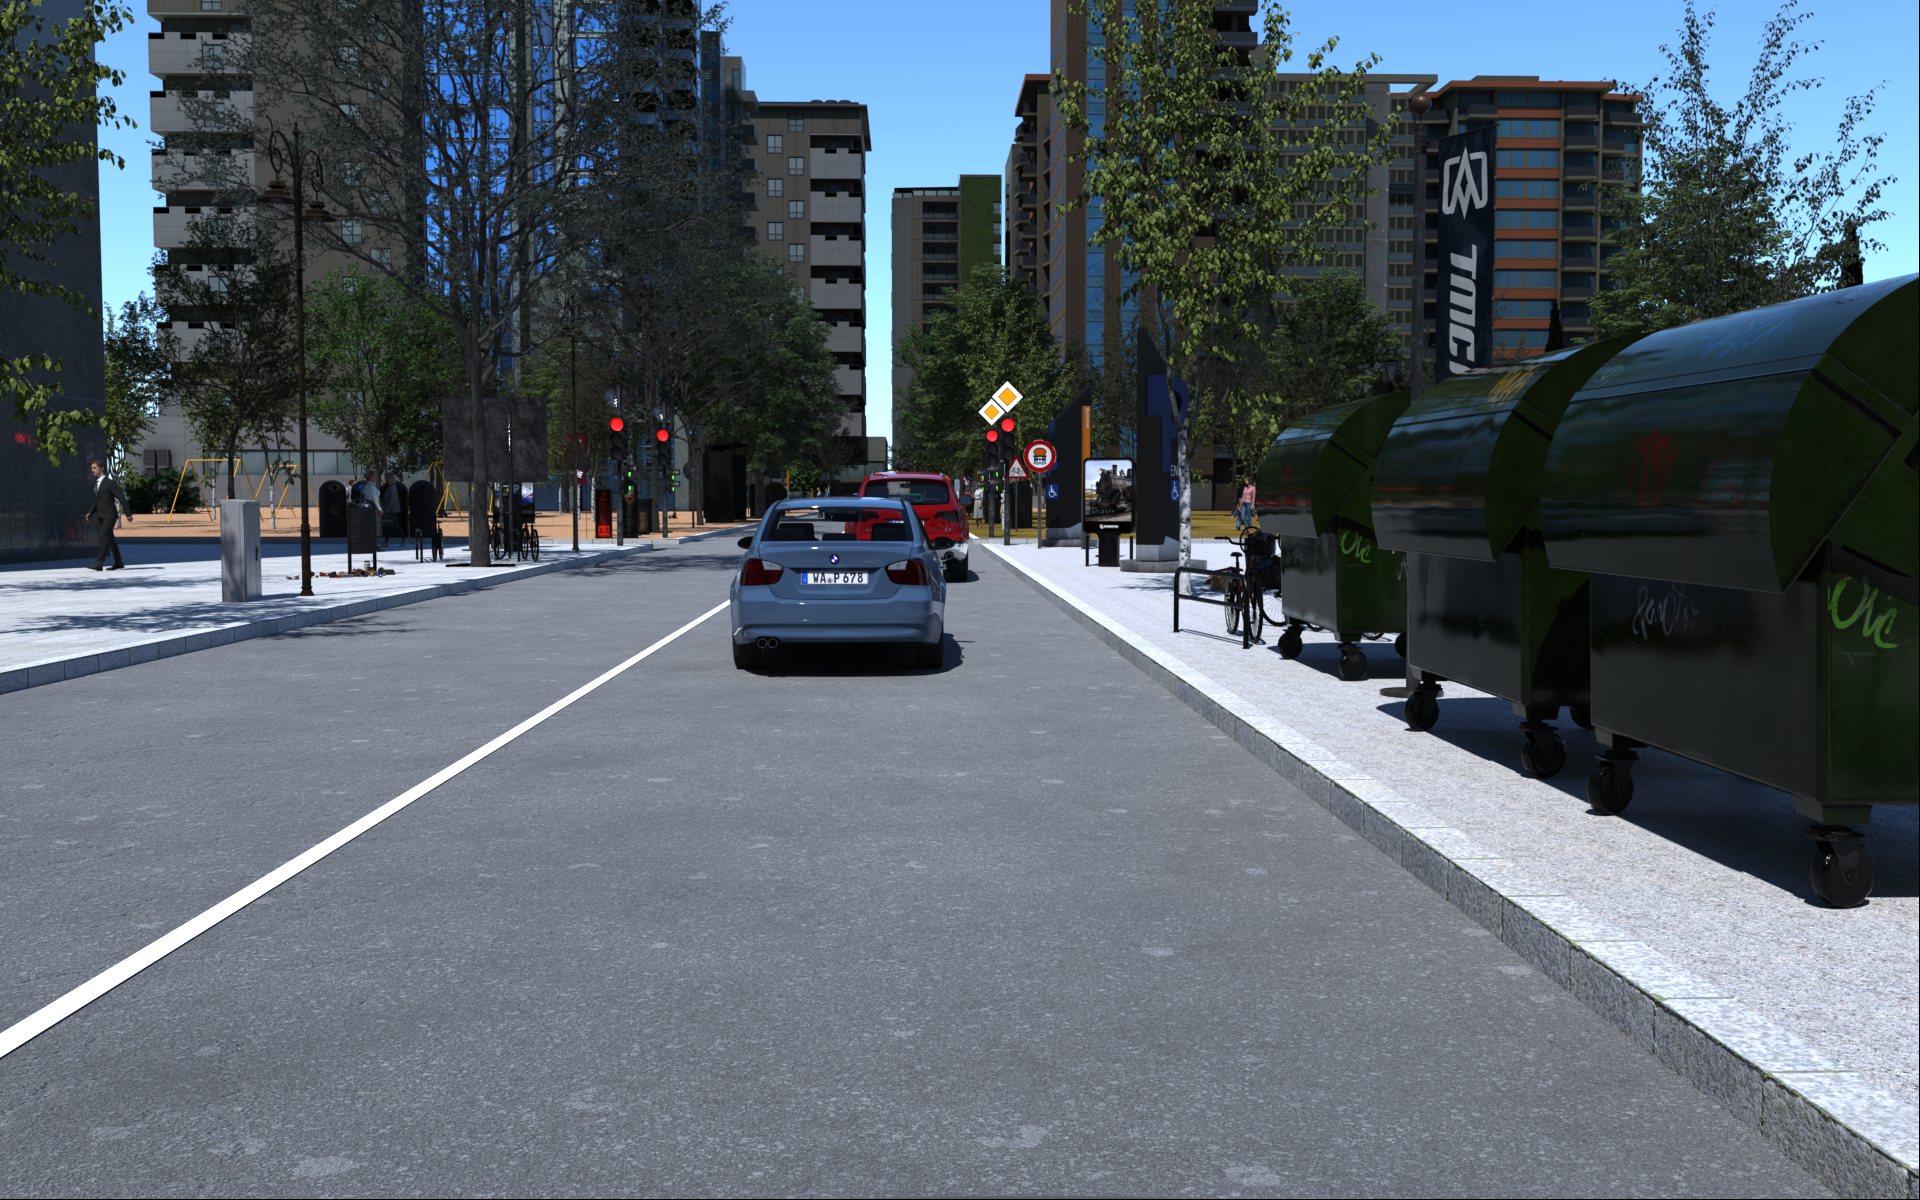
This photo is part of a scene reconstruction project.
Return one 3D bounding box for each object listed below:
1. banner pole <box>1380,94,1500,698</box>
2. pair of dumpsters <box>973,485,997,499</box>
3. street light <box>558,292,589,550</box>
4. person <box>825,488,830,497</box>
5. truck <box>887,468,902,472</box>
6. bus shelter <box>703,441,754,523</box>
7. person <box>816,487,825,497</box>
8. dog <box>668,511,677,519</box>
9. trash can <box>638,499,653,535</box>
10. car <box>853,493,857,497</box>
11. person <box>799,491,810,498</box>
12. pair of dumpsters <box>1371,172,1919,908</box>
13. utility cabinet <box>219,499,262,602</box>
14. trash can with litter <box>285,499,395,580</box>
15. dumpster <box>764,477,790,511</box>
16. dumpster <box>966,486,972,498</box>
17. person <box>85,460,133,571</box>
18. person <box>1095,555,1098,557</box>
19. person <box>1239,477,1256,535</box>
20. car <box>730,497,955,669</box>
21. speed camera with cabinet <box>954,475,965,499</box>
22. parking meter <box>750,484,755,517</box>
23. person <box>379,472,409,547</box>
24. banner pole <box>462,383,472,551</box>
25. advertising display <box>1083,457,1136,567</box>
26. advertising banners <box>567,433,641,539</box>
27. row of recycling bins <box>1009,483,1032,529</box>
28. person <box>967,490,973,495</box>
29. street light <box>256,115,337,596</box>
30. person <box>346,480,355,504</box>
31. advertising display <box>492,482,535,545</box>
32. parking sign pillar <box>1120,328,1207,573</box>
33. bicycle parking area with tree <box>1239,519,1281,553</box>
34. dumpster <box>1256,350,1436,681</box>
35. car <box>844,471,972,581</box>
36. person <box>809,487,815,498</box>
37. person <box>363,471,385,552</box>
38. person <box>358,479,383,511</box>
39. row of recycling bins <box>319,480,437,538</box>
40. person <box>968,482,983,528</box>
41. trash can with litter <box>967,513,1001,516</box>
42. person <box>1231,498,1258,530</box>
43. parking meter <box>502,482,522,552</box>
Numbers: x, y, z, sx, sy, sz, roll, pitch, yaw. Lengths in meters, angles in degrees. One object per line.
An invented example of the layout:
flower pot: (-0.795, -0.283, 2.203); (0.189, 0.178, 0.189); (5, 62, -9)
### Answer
banner pole: (2.995, -1.268, 10.741); (0.401, 3.779, 0.863); (-2, 4, -29)
pair of dumpsters: (1.668, -6.310, 105.660); (1.574, 2.255, 4.437); (0, 4, -2)
street light: (-8.800, -4.080, 39.492); (0.468, 5.910, 1.993); (0, 4, -2)
person: (-9.204, -6.875, 120.765); (0.748, 1.841, 0.638); (2, 4, 24)
truck: (-6.759, -12.523, 193.671); (2.839, 4.237, 11.283); (0, 4, -1)
bus shelter: (-10.637, -5.418, 79.874); (1.731, 3.624, 6.357); (0, 4, -2)
person: (-8.474, -5.888, 104.544); (0.659, 1.850, 0.755); (2, 4, 35)
dog: (-15.075, -4.452, 90.532); (0.748, 0.427, 0.550); (-1, 4, -14)
trash can: (-10.058, -2.640, 54.810); (0.748, 1.137, 0.748); (0, 3, 0)
car: (-9.519, -9.419, 163.588); (1.945, 1.707, 3.694); (0, 4, -2)
person: (-18.030, -11.924, 201.092); (1.348, 1.812, 0.705); (1, 4, 10)
pair of dumpsters: (3.091, -0.295, 7.324); (1.574, 2.255, 4.437); (0, 4, -2)
utility cabinet: (-8.708, -0.602, 21.006); (0.306, 1.237, 1.020); (-1, 4, -13)
trash can with litter: (-9.701, -0.974, 26.982); (1.678, 1.210, 2.233); (2, 4, 29)
dumpster: (-10.642, -5.954, 99.847); (1.502, 2.255, 1.985); (0, 4, -2)
dumpster: (0.222, -7.271, 124.643); (1.264, 1.857, 1.865); (0, 4, -2)
person: (-14.339, -1.416, 28.967); (0.659, 1.850, 0.755); (2, 4, 33)
person: (2.919, -1.803, 34.886); (0.474, 1.900, 0.648); (1, 4, 13)
person: (8.979, -2.944, 54.185); (0.555, 1.821, 0.388); (3, 5, 39)
car: (-1.035, -0.216, 15.538); (2.014, 1.417, 4.499); (0, 4, -2)
speed camera with cabinet: (-0.123, -6.997, 108.731); (0.660, 3.252, 2.038); (1, 4, 10)
parking meter: (-11.648, -5.601, 97.281); (0.255, 1.863, 0.399); (-1, 4, -16)
person: (-13.613, -2.159, 41.519); (0.728, 1.800, 0.709); (-1, 4, -17)
banner pole: (-11.089, -3.017, 39.337); (0.401, 3.779, 0.863); (0, 4, -3)
advertising display: (2.627, -1.546, 30.493); (0.974, 1.923, 0.123); (2, 4, 29)
advertising banners: (-10.256, -3.287, 49.937); (2.074, 3.025, 0.090); (-1, 4, -12)
row of recycling bins: (2.224, -3.599, 65.954); (1.069, 1.692, 3.534); (0, 4, 8)
person: (0.840, -10.252, 173.604); (1.348, 1.831, 0.705); (0, 4, -6)
street light: (-8.238, -2.989, 21.666); (0.468, 5.910, 1.993); (0, 4, -2)
person: (-23.554, -3.727, 66.832); (0.795, 1.843, 0.661); (1, 4, 22)
advertising display: (-10.626, -2.204, 41.245); (0.974, 1.923, 0.123); (-1, 4, -23)
parking sign pillar: (3.384, -2.460, 28.696); (1.447, 3.967, 1.447); (2, 4, 31)
bicycle parking area with tree: (10.927, -2.942, 35.109); (9.016, 4.147, 8.231); (-2, 4, -24)
dumpster: (3.086, -0.619, 12.610); (1.502, 2.255, 1.985); (0, 4, -2)
car: (-0.913, -1.305, 30.004); (2.281, 1.827, 5.304); (0, 4, -2)
person: (-11.792, -8.070, 138.077); (0.705, 1.812, 1.348); (-1, 4, -19)
person: (-13.126, -1.971, 38.491); (0.641, 1.798, 0.478); (-1, 4, -21)
person: (-14.568, -2.243, 42.810); (0.616, 1.811, 0.778); (0, 4, -3)
row of recycling bins: (-17.253, -2.705, 51.335); (3.534, 1.692, 1.069); (0, 4, 3)
person: (0.615, -3.574, 65.046); (0.524, 1.755, 0.480); (-3, 5, -40)
trash can with litter: (1.185, -5.559, 101.945); (2.233, 1.210, 1.678); (1, 4, 15)
person: (10.043, -3.029, 61.057); (1.012, 1.151, 0.738); (1, 4, 11)
parking meter: (-10.005, -2.017, 38.697); (0.255, 1.863, 0.399); (2, 4, 34)
